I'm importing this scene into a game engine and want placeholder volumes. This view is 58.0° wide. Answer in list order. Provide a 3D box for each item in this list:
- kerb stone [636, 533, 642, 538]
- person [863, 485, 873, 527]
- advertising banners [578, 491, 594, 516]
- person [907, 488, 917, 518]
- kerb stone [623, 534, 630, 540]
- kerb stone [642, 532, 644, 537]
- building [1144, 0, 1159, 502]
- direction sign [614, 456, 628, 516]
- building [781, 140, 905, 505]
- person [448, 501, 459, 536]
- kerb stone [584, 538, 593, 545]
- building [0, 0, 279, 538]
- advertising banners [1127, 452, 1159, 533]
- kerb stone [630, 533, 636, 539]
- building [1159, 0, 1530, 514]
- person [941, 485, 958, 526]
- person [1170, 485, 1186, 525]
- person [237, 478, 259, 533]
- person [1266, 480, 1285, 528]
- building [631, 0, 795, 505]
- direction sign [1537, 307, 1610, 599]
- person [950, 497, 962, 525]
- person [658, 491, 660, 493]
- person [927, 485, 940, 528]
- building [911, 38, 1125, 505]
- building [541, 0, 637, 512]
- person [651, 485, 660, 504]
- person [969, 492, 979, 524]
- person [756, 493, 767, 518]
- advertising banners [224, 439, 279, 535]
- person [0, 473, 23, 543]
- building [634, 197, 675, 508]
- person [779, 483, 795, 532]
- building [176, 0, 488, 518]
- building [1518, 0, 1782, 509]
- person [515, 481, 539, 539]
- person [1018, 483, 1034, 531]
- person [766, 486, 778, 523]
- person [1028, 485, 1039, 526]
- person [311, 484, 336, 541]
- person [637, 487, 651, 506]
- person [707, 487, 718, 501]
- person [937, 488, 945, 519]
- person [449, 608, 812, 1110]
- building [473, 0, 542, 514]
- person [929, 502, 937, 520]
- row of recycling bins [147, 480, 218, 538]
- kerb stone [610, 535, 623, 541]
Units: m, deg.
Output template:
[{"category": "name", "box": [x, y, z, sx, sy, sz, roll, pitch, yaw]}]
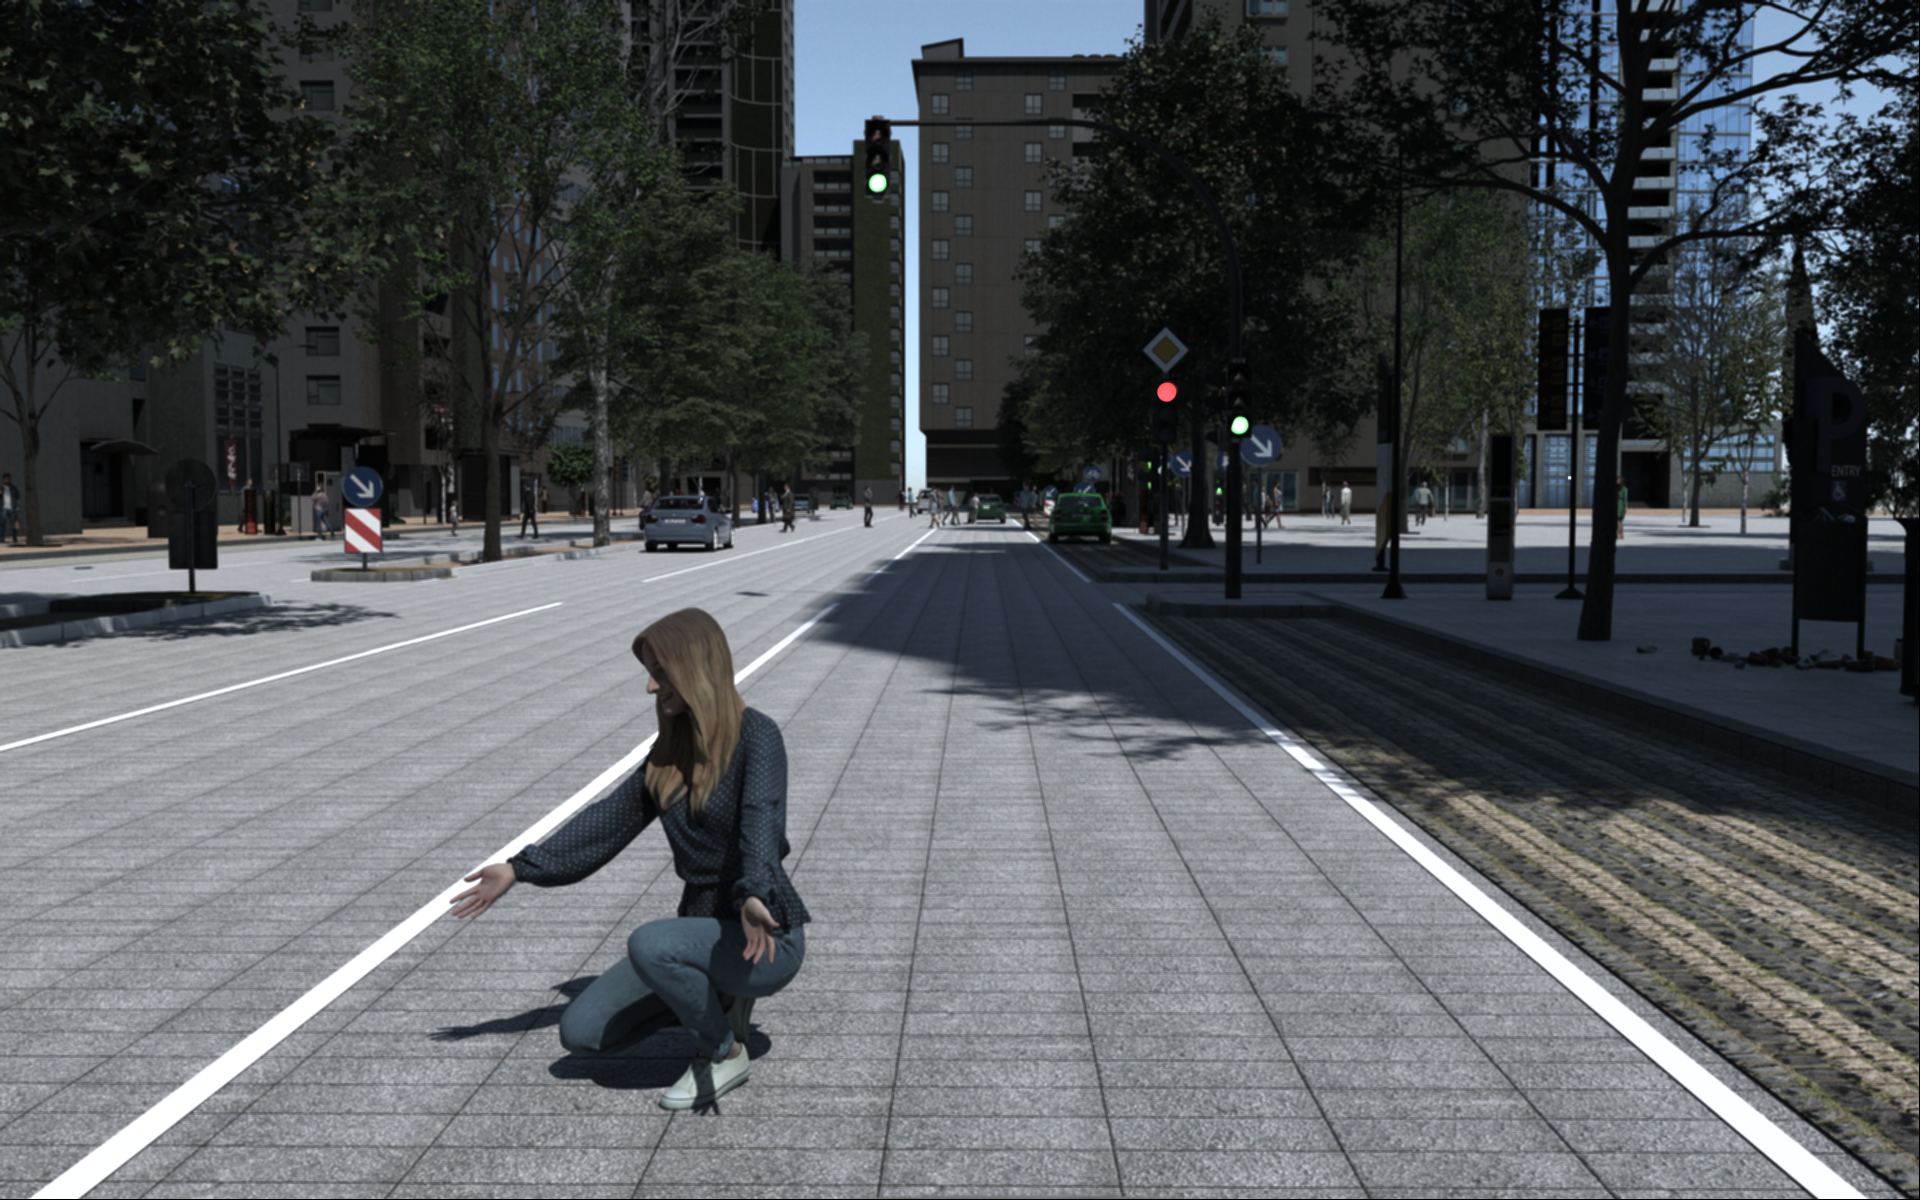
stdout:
[{"category": "kerb stone", "box": [-10.537, -2.075, 56.164, 0.120, 0.150, 1.000, 0, 4, 1]}, {"category": "person", "box": [-3.949, -4.035, 74.658, 0.473, 1.802, 0.592, 1, 4, 20]}, {"category": "advertising banners", "box": [-21.716, -6.319, 99.500, 2.074, 3.025, 0.090, 2, 4, 29]}, {"category": "person", "box": [-2.844, -5.748, 102.491, 0.620, 1.820, 0.660, 0, 4, -5]}, {"category": "kerb stone", "box": [-10.566, -1.952, 54.112, 0.120, 0.150, 1.000, 0, 4, 1]}, {"category": "kerb stone", "box": [-10.529, -2.140, 57.188, 0.120, 0.150, 1.000, 0, 4, 1]}, {"category": "building", "box": [25.710, -36.765, 143.109, 21.231, 58.520, 28.212, 0, 4, 1]}, {"category": "direction sign", "box": [-20.285, -6.828, 103.630, 0.876, 3.537, 0.379, 0, 4, -2]}, {"category": "building", "box": [-13.574, -31.770, 203.034, 14.086, 41.232, 14.154, 0, 4, 1]}, {"category": "person", "box": [-17.349, -2.791, 59.153, 0.382, 1.210, 0.505, -3, 4, -39]}, {"category": "kerb stone", "box": [-10.628, -1.635, 48.977, 0.120, 0.150, 1.000, 0, 4, 1]}, {"category": "building", "box": [-39.172, -45.580, 57.910, 22.319, 86.520, 31.000, 0, 4, 1]}, {"category": "advertising banners", "box": [6.033, -3.692, 56.550, 0.090, 3.025, 2.074, -2, 4, -31]}, {"category": "kerb stone", "box": [-10.552, -2.011, 55.138, 0.120, 0.150, 1.000, 0, 4, 1]}, {"category": "building", "box": [25.298, -30.266, 118.557, 21.300, 48.544, 21.600, 0, 4, 1]}, {"category": "person", "box": [-0.448, -4.304, 78.734, 0.748, 1.841, 0.638, 1, 4, 19]}, {"category": "person", "box": [8.945, -4.013, 71.020, 0.648, 1.900, 0.474, 1, 4, 9]}, {"category": "person", "box": [-23.452, -3.121, 57.168, 0.767, 1.812, 0.694, 0, 4, 7]}, {"category": "person", "box": [11.860, -3.611, 65.173, 0.778, 1.811, 0.616, 1, 4, 17]}, {"category": "building", "box": [-30.879, -46.939, 205.709, 20.611, 71.187, 20.563, 0, 4, 1]}, {"category": "direction sign", "box": [7.499, -1.783, 21.146, 0.876, 3.537, 0.379, 1, 4, 23]}, {"category": "person", "box": [-0.223, -4.130, 80.292, 0.640, 1.303, 0.475, -3, 5, -44]}, {"category": "person", "box": [-18.004, -5.826, 103.943, 0.721, 1.800, 0.419, 2, 4, 24]}, {"category": "person", "box": [-1.059, -3.937, 72.957, 0.616, 1.811, 0.778, -3, 5, -39]}, {"category": "building", "box": [8.457, -37.935, 209.472, 27.495, 52.752, 28.713, 0, 4, 1]}, {"category": "building", "box": [-38.298, -36.106, 132.339, 21.231, 58.520, 28.212, 0, 4, 1]}, {"category": "person", "box": [-11.528, -3.517, 66.341, 0.599, 1.781, 0.374, 2, 4, 25]}, {"category": "person", "box": [0.658, -4.334, 81.952, 0.503, 1.515, 0.523, -1, 4, -10]}, {"category": "person", "box": [-11.831, -5.779, 103.268, 0.520, 1.790, 0.573, -3, 4, -37]}, {"category": "advertising banners", "box": [-22.393, -3.578, 54.695, 2.074, 3.025, 0.090, 1, 4, 21]}, {"category": "person", "box": [-24.840, -2.401, 45.280, 0.794, 1.824, 0.713, -1, 4, -9]}, {"category": "building", "box": [-34.921, -24.074, 165.304, 14.107, 30.474, 14.160, 0, 4, 1]}, {"category": "person", "box": [-6.422, -3.442, 64.745, 0.822, 1.834, 0.622, -3, 5, -42]}, {"category": "building", "box": [-35.308, -19.880, 96.735, 14.160, 30.474, 14.107, 0, 4, 1]}, {"category": "building", "box": [57.659, -51.749, 158.770, 31.000, 86.520, 22.319, 0, 4, 1]}, {"category": "person", "box": [-13.830, -2.878, 55.333, 0.755, 1.850, 0.659, 1, 4, 16]}, {"category": "person", "box": [2.603, -3.582, 66.936, 0.638, 1.841, 0.748, 3, 5, 44]}, {"category": "person", "box": [-8.649, -4.308, 79.133, 0.606, 1.804, 0.583, 1, 4, 20]}, {"category": "person", "box": [3.252, -4.212, 77.382, 0.654, 1.822, 0.581, 2, 4, 25]}, {"category": "person", "box": [-19.381, -2.671, 52.760, 0.643, 1.750, 0.593, 1, 4, 12]}, {"category": "person", "box": [-14.914, -4.516, 82.609, 0.850, 1.792, 0.678, 1, 4, 18]}, {"category": "person", "box": [-13.479, -5.221, 93.849, 0.794, 1.824, 0.713, 1, 4, 17]}, {"category": "person", "box": [-1.130, -5.464, 98.169, 0.599, 1.781, 0.374, -1, 4, -10]}, {"category": "person", "box": [-0.650, 0.604, 4.118, 0.738, 1.151, 1.012, -3, 5, -41]}, {"category": "building", "box": [-35.429, -28.209, 111.335, 14.600, 45.320, 14.200, 0, 4, 1]}, {"category": "person", "box": [-1.439, -5.228, 96.579, 0.503, 1.515, 0.523, 2, 4, 28]}, {"category": "row of recycling bins", "box": [-23.210, -2.737, 51.861, 1.069, 1.692, 3.534, 0, 4, 0]}, {"category": "kerb stone", "box": [-10.581, -1.887, 53.087, 0.120, 0.150, 1.000, 0, 4, 1]}]
